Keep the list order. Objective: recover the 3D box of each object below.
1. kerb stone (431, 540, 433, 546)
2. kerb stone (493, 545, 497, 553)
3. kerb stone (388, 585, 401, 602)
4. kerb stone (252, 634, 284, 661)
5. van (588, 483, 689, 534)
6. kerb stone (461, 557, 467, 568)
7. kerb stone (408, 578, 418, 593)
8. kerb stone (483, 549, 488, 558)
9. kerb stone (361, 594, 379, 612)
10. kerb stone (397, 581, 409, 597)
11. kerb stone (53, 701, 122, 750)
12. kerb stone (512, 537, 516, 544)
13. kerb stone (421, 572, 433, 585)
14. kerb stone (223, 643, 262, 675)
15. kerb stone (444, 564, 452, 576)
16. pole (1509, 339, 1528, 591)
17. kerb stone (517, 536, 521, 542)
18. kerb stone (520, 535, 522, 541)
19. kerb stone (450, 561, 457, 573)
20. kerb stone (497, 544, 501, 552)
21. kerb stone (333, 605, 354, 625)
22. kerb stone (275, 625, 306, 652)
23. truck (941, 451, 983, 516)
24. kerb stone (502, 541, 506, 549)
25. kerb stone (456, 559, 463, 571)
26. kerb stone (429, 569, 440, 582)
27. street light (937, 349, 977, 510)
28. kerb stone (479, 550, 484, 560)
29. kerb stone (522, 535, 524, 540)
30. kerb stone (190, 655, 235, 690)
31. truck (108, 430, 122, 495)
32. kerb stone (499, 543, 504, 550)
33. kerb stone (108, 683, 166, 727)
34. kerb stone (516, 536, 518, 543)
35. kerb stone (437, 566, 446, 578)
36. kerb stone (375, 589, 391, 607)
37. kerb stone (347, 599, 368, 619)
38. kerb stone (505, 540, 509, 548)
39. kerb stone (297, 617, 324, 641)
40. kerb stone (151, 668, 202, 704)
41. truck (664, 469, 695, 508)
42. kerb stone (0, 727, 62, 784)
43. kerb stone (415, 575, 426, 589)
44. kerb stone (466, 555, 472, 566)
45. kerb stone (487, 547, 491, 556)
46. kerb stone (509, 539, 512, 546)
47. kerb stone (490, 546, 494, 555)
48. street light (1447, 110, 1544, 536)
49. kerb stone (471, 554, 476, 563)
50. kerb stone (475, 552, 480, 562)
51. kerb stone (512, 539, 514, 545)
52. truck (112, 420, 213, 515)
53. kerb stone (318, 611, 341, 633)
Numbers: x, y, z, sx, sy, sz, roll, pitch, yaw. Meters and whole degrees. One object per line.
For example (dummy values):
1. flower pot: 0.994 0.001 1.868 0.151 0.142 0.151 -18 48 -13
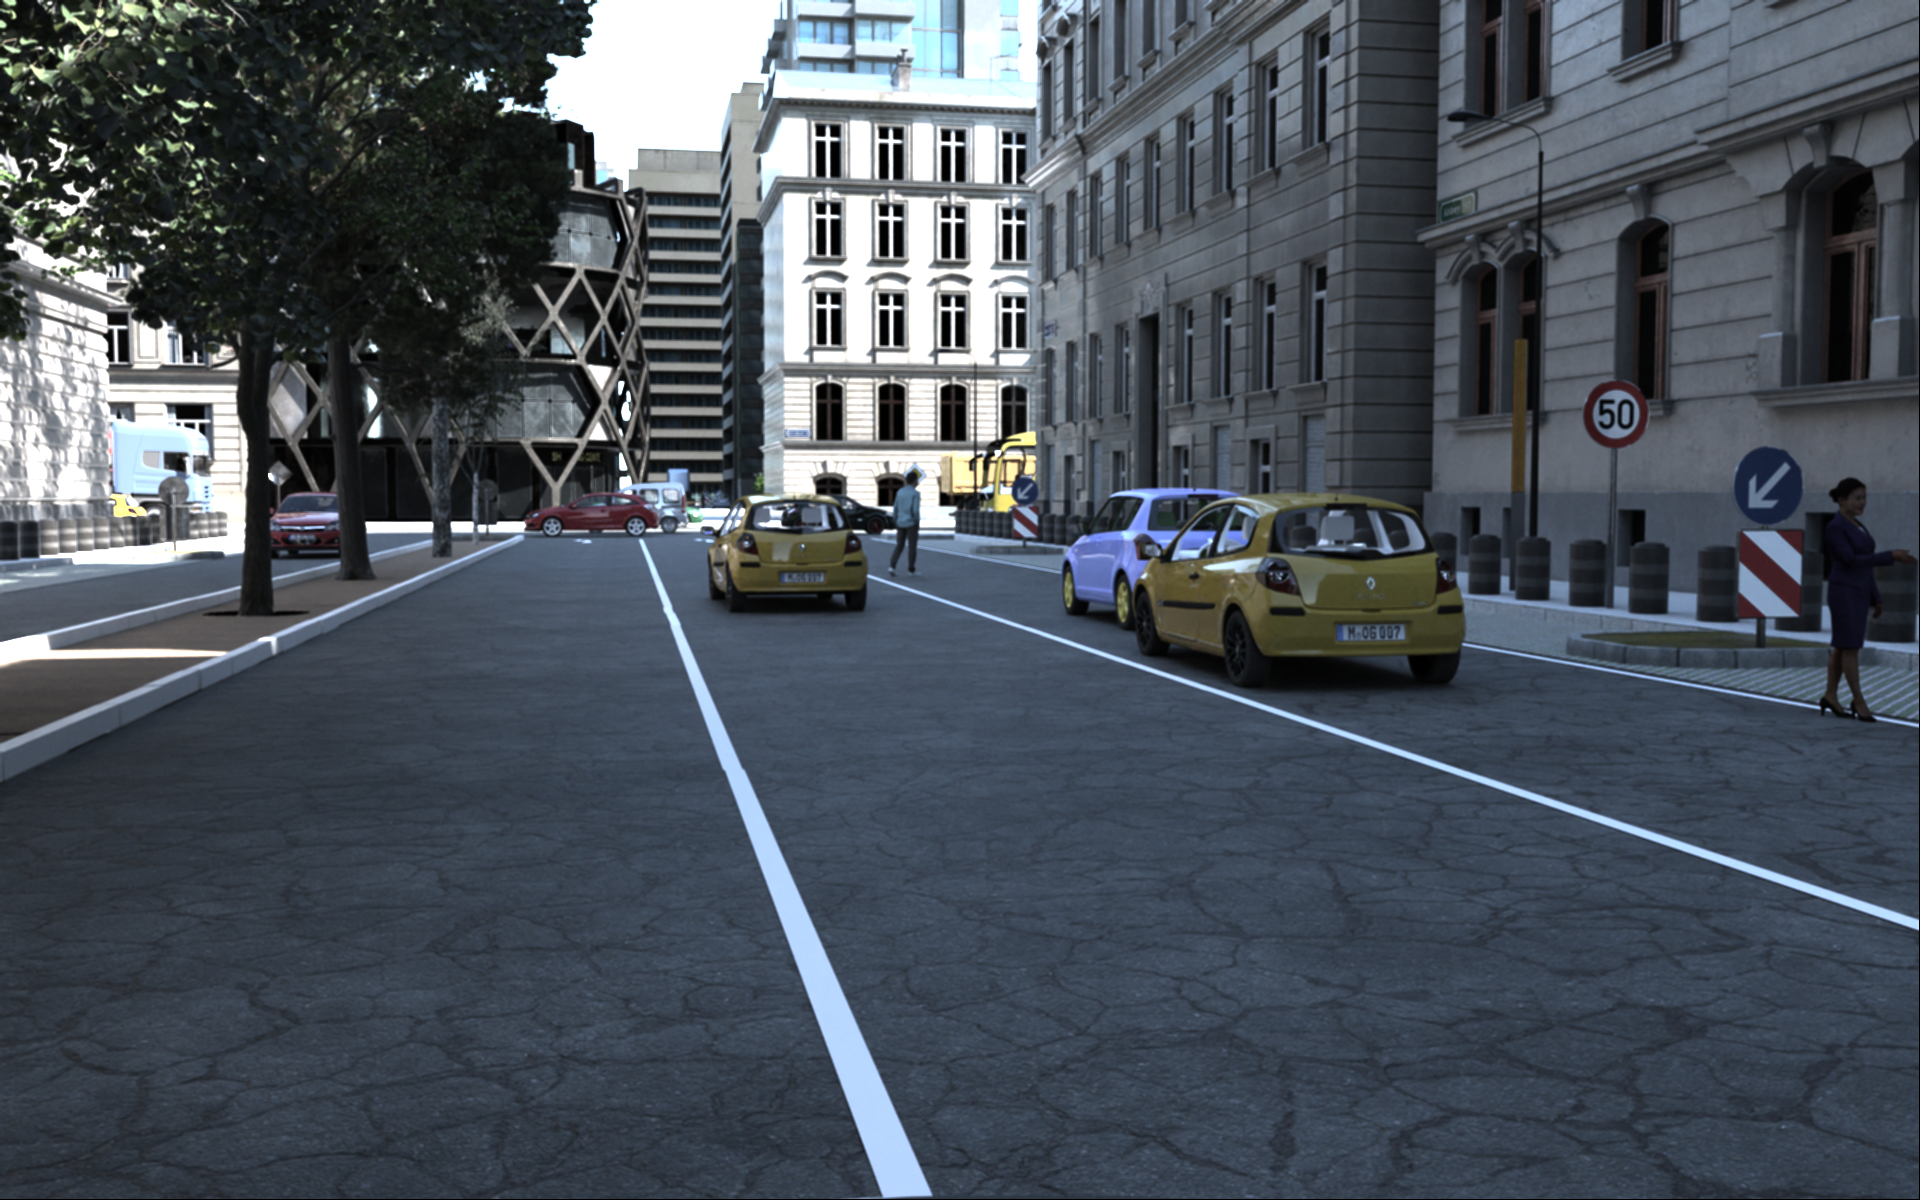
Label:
1. kerb stone: -14.455 -1.521 47.067 0.120 0.150 1.000 -1 4 -11
2. kerb stone: -11.210 -1.173 41.381 0.120 0.150 1.000 -1 4 -11
3. kerb stone: -7.666 -0.061 23.248 0.120 0.150 1.000 -1 4 -11
4. kerb stone: -6.095 0.431 15.147 0.120 0.150 1.000 -1 4 -11
5. van: -12.016 -3.448 63.389 4.112 2.044 2.013 -1 4 -10
6. kerb stone: -9.635 -0.681 33.326 0.120 0.150 1.000 -1 4 -11
7. kerb stone: -8.061 -0.183 25.264 0.120 0.150 1.000 -1 4 -11
8. kerb stone: -10.613 -0.989 38.364 0.120 0.150 1.000 -1 4 -11
9. kerb stone: -7.280 0.060 21.222 0.120 0.150 1.000 -1 4 -11
10. kerb stone: -7.872 -0.124 24.257 0.120 0.150 1.000 -1 4 -11
11. kerb stone: -5.113 0.742 10.105 0.120 0.150 1.000 -1 4 -11
12. kerb stone: -12.575 -1.606 48.455 0.120 0.150 1.000 -1 4 -11
13. kerb stone: -8.460 -0.310 27.275 0.120 0.150 1.000 -1 4 -11
14. kerb stone: -5.890 0.493 14.140 0.120 0.150 1.000 -1 4 -11
15. kerb stone: -9.039 -0.495 30.297 0.120 0.150 1.000 -1 4 -11
16. pole: 7.396 -1.779 22.924 0.158 3.312 0.155 0 3 0
17. kerb stone: -12.976 -1.730 50.483 0.120 0.150 1.000 -1 4 -11
18. kerb stone: -13.178 -1.791 51.489 0.120 0.150 1.000 -1 4 -11
19. kerb stone: -9.242 -0.558 31.312 0.120 0.150 1.000 -1 4 -11
20. kerb stone: -11.399 -1.235 42.389 0.120 0.150 1.000 -1 4 -11
21. kerb stone: -6.883 0.190 19.197 0.120 0.150 1.000 -1 4 -11
22. kerb stone: -6.285 0.369 16.168 0.120 0.150 1.000 -1 4 -11
23. truck: 4.204 -4.651 71.972 9.791 3.379 3.469 -1 4 -9
24. kerb stone: -11.790 -1.355 44.405 0.120 0.150 1.000 -1 4 -11
25. kerb stone: -9.431 -0.619 32.320 0.120 0.150 1.000 -1 4 -11
26. kerb stone: -8.650 -0.372 28.284 0.120 0.150 1.000 -1 4 -11
27. street light: -0.036 -5.081 55.615 1.470 5.913 1.316 -1 4 -11
28. kerb stone: -10.420 -0.922 37.357 0.120 0.150 1.000 -1 4 -11
29. kerb stone: -13.374 -1.853 52.498 0.120 0.150 1.000 -1 4 -11
30. kerb stone: -5.694 0.555 13.127 0.120 0.150 1.000 -1 4 -11
31. truck: -35.562 -4.721 66.100 11.283 4.237 2.839 -1 4 -12
32. kerb stone: -11.597 -1.297 43.397 0.120 0.150 1.000 -1 4 -11
33. kerb stone: -5.307 0.682 11.111 0.120 0.150 1.000 -1 4 -11
34. kerb stone: -12.775 -1.665 49.461 0.120 0.150 1.000 -1 4 -11
35. kerb stone: -8.846 -0.431 29.290 0.120 0.150 1.000 -1 4 -11
36. kerb stone: -7.470 -0.003 22.238 0.120 0.150 1.000 -1 4 -11
37. kerb stone: -7.078 0.124 20.209 0.120 0.150 1.000 -1 4 -11
38. kerb stone: -11.987 -1.420 45.416 0.120 0.150 1.000 -1 4 -11
39. kerb stone: -6.487 0.307 17.178 0.120 0.150 1.000 -1 4 -11
40. kerb stone: -5.510 0.616 12.119 0.120 0.150 1.000 -1 4 -11
41. truck: -28.970 -11.589 179.242 2.967 4.110 18.799 -1 4 -11
42. kerb stone: -4.909 0.801 9.098 0.120 0.150 1.000 -1 4 -11
43. kerb stone: -8.255 -0.246 26.271 0.120 0.150 1.000 -1 4 -11
44. kerb stone: -9.824 -0.740 34.333 0.120 0.150 1.000 -1 4 -11
45. kerb stone: -10.812 -1.050 39.369 0.120 0.150 1.000 -1 4 -11
46. kerb stone: -12.186 -1.482 46.431 0.120 0.150 1.000 -1 4 -11
47. kerb stone: -11.011 -1.109 40.375 0.120 0.150 1.000 -1 4 -11
48. street light: 6.577 -2.979 21.249 1.470 5.913 1.316 -1 4 -11
49. kerb stone: -10.028 -0.801 35.339 0.120 0.150 1.000 -1 4 -11
50. kerb stone: -10.220 -0.865 36.346 0.120 0.150 1.000 -1 4 -11
51. kerb stone: -12.384 -1.541 47.448 0.120 0.150 1.000 -1 4 -11
52. truck: -36.481 -4.454 62.578 18.799 4.110 2.967 -1 4 -12
53. kerb stone: -6.673 0.247 18.190 0.120 0.150 1.000 -1 4 -11
